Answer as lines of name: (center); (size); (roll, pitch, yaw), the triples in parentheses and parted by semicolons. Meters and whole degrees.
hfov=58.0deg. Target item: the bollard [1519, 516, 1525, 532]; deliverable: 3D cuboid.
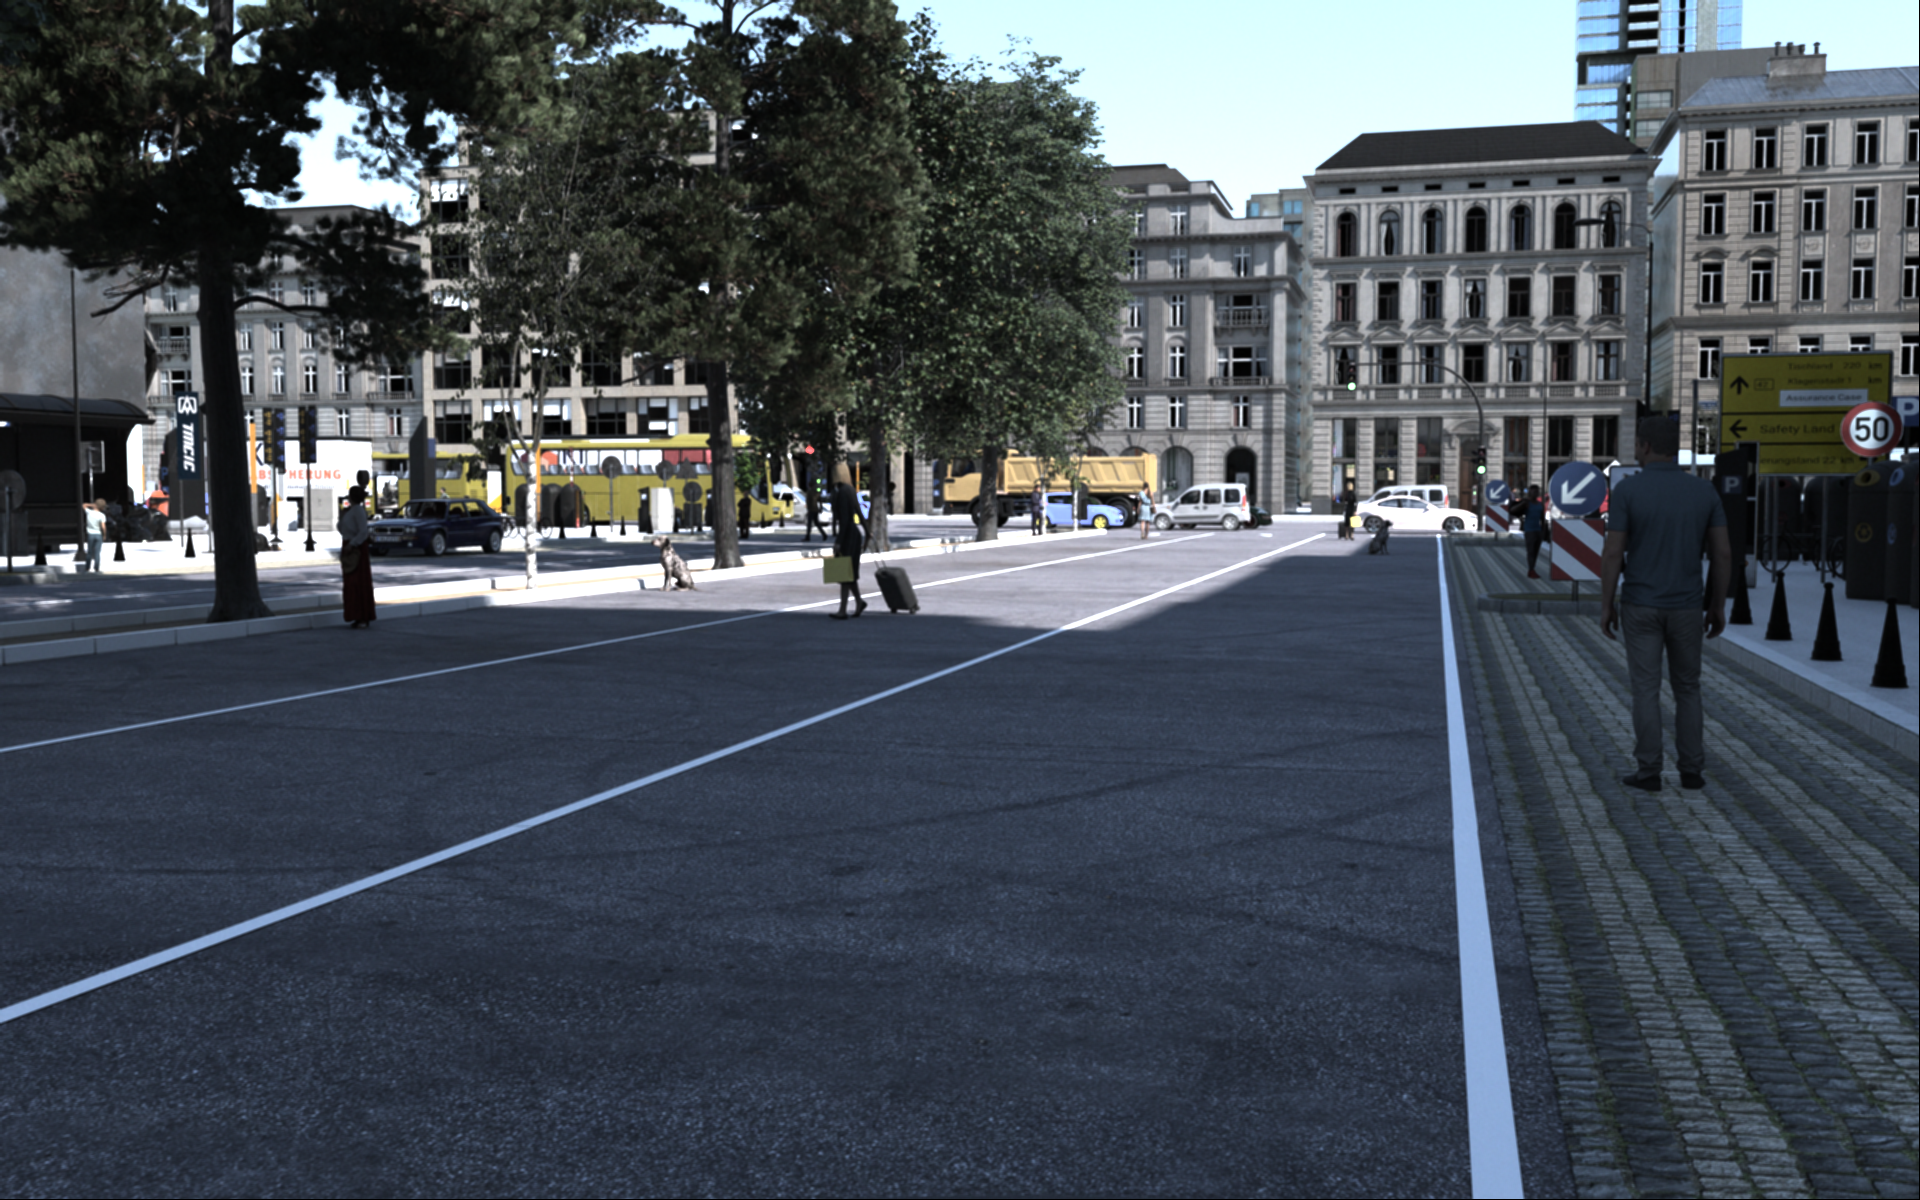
bollard: (19.464, -2.685, 59.935); (0.229, 0.601, 0.229); (0, 3, 0)

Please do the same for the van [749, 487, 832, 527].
van: (-7.312, -4.108, 74.174); (4.112, 2.044, 2.013); (1, 4, 16)

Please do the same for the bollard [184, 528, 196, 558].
bollard: (-15.524, -1.154, 34.907); (0.229, 0.601, 0.229); (0, 3, 0)

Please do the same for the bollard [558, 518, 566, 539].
bollard: (-11.446, -2.065, 49.803); (0.229, 0.601, 0.229); (0, 3, 0)

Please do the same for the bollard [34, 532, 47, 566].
bollard: (-16.551, -0.925, 31.166); (0.229, 0.601, 0.229); (0, 3, 0)

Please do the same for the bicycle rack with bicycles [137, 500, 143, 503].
bicycle rack with bicycles: (-53.900, -6.030, 111.971); (2.852, 0.926, 2.925); (-1, 4, -15)

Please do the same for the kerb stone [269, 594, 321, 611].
kerb stone: (-8.322, 0.044, 21.498); (0.120, 0.150, 1.000); (1, 4, 15)

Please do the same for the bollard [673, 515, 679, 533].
bollard: (-9.398, -2.520, 57.244); (0.229, 0.601, 0.229); (0, 3, 0)

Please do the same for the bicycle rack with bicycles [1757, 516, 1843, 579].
bicycle rack with bicycles: (14.054, -0.872, 27.647); (2.925, 0.926, 2.852); (-1, 4, -23)

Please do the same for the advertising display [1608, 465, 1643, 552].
advertising display: (14.870, -2.029, 38.385); (0.974, 1.923, 0.123); (3, 4, 36)

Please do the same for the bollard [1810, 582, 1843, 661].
bollard: (6.707, 0.162, 13.388); (0.229, 0.601, 0.229); (0, 3, 0)

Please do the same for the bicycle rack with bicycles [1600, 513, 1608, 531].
bicycle rack with bicycles: (18.395, -1.883, 44.169); (2.852, 0.926, 2.925); (-3, 4, -38)

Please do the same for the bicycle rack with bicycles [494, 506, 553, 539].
bicycle rack with bicycles: (-13.474, -2.232, 49.873); (2.852, 0.926, 2.925); (-3, 5, -44)

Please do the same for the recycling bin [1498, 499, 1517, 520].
recycling bin: (27.327, -4.517, 86.399); (0.722, 1.027, 0.722); (-1, 4, -12)

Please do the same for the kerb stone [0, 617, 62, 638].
kerb stone: (-9.414, 0.286, 17.517); (0.120, 0.150, 1.000); (1, 4, 15)

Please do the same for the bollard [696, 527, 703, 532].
bollard: (-8.887, -2.634, 59.111); (0.229, 0.601, 0.229); (0, 3, 0)

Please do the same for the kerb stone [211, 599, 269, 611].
kerb stone: (-8.592, 0.105, 20.507); (0.120, 0.150, 1.000); (1, 4, 15)

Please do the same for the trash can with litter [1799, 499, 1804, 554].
trash can with litter: (17.747, -1.557, 36.838); (1.055, 1.170, 0.624); (-2, 4, -23)

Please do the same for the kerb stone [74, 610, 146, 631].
kerb stone: (-9.141, 0.225, 18.518); (0.120, 0.150, 1.000); (1, 4, 15)

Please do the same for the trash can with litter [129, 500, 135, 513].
trash can with litter: (-29.252, -3.041, 61.107); (0.624, 1.170, 1.055); (2, 4, 25)

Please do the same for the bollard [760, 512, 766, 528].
bollard: (-7.360, -2.975, 64.686); (0.229, 0.601, 0.229); (0, 3, 0)

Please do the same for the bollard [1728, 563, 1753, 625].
bollard: (7.720, -0.065, 17.109); (0.229, 0.601, 0.229); (0, 3, 0)

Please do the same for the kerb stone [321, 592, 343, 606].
kerb stone: (-8.049, -0.016, 22.487); (0.120, 0.150, 1.000); (1, 4, 15)

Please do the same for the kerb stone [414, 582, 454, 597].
kerb stone: (-7.505, -0.139, 24.470); (0.120, 0.150, 1.000); (1, 4, 15)

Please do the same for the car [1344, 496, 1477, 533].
car: (16.590, -3.134, 63.596); (4.827, 1.381, 2.083); (1, 4, 15)

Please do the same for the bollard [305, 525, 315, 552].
bollard: (-14.505, -1.382, 38.632); (0.229, 0.601, 0.229); (0, 3, 0)

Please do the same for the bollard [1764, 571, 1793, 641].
bollard: (7.216, 0.048, 15.251); (0.229, 0.601, 0.229); (0, 3, 0)

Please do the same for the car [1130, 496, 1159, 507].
car: (8.835, -4.612, 87.772); (4.827, 1.381, 2.083); (1, 4, 16)

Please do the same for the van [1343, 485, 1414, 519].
van: (20.789, -4.736, 84.442); (4.112, 2.044, 2.013); (1, 4, 13)

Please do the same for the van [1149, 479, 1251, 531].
van: (9.410, -3.762, 68.525); (4.112, 2.044, 2.013); (1, 4, 15)

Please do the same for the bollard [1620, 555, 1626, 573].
bollard: (10.782, -0.748, 28.263); (0.229, 0.601, 0.229); (0, 3, 0)

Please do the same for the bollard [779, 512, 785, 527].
bollard: (-6.847, -3.089, 66.551); (0.229, 0.601, 0.229); (0, 3, 0)

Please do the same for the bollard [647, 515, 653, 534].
bollard: (-9.911, -2.406, 55.382); (0.229, 0.601, 0.229); (0, 3, 0)

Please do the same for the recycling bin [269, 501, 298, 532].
recycling bin: (-23.272, -2.874, 59.546); (0.722, 1.027, 0.722); (-3, 5, -44)

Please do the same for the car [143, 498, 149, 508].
car: (-44.789, -5.544, 99.688); (4.494, 1.783, 2.155); (1, 4, 13)

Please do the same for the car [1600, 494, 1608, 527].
car: (29.687, -4.059, 75.405); (4.494, 1.783, 2.155); (1, 4, 17)

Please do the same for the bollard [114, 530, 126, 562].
bollard: (-16.039, -1.039, 33.033); (0.229, 0.601, 0.229); (0, 3, 0)

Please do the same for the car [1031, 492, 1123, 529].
car: (4.748, -3.702, 70.120); (3.694, 1.707, 1.945); (1, 4, 15)

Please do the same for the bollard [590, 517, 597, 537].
bollard: (-10.931, -2.179, 51.669); (0.229, 0.601, 0.229); (0, 3, 0)

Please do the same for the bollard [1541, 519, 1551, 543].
bollard: (15.888, -1.886, 46.876); (0.229, 0.601, 0.229); (0, 3, 0)

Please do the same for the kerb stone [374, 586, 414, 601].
kerb stone: (-7.779, -0.078, 23.481); (0.120, 0.150, 1.000); (1, 4, 15)

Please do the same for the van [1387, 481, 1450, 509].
van: (20.441, -4.447, 79.722); (4.112, 2.044, 2.013); (1, 4, 16)

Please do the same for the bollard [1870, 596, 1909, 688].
bollard: (6.194, 0.276, 11.525); (0.229, 0.601, 0.229); (0, 3, 0)

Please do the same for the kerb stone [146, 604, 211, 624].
kerb stone: (-8.866, 0.165, 19.515); (0.120, 0.150, 1.000); (1, 4, 15)

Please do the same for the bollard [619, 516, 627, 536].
bollard: (-10.421, -2.293, 53.525); (0.229, 0.601, 0.229); (0, 3, 0)

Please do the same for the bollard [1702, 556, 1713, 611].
bollard: (8.233, -0.179, 18.976); (0.229, 0.601, 0.229); (0, 3, 0)

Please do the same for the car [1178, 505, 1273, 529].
car: (10.773, -3.767, 71.375); (4.222, 1.686, 2.009); (1, 4, 15)

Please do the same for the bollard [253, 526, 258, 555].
bollard: (-15.019, -1.267, 36.765); (0.229, 0.601, 0.229); (0, 3, 0)

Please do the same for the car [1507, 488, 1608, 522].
car: (28.271, -4.424, 80.997); (5.304, 1.827, 2.281); (1, 4, 16)

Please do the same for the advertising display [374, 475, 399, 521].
advertising display: (-19.281, -3.244, 58.256); (0.123, 1.923, 0.974); (2, 4, 28)
